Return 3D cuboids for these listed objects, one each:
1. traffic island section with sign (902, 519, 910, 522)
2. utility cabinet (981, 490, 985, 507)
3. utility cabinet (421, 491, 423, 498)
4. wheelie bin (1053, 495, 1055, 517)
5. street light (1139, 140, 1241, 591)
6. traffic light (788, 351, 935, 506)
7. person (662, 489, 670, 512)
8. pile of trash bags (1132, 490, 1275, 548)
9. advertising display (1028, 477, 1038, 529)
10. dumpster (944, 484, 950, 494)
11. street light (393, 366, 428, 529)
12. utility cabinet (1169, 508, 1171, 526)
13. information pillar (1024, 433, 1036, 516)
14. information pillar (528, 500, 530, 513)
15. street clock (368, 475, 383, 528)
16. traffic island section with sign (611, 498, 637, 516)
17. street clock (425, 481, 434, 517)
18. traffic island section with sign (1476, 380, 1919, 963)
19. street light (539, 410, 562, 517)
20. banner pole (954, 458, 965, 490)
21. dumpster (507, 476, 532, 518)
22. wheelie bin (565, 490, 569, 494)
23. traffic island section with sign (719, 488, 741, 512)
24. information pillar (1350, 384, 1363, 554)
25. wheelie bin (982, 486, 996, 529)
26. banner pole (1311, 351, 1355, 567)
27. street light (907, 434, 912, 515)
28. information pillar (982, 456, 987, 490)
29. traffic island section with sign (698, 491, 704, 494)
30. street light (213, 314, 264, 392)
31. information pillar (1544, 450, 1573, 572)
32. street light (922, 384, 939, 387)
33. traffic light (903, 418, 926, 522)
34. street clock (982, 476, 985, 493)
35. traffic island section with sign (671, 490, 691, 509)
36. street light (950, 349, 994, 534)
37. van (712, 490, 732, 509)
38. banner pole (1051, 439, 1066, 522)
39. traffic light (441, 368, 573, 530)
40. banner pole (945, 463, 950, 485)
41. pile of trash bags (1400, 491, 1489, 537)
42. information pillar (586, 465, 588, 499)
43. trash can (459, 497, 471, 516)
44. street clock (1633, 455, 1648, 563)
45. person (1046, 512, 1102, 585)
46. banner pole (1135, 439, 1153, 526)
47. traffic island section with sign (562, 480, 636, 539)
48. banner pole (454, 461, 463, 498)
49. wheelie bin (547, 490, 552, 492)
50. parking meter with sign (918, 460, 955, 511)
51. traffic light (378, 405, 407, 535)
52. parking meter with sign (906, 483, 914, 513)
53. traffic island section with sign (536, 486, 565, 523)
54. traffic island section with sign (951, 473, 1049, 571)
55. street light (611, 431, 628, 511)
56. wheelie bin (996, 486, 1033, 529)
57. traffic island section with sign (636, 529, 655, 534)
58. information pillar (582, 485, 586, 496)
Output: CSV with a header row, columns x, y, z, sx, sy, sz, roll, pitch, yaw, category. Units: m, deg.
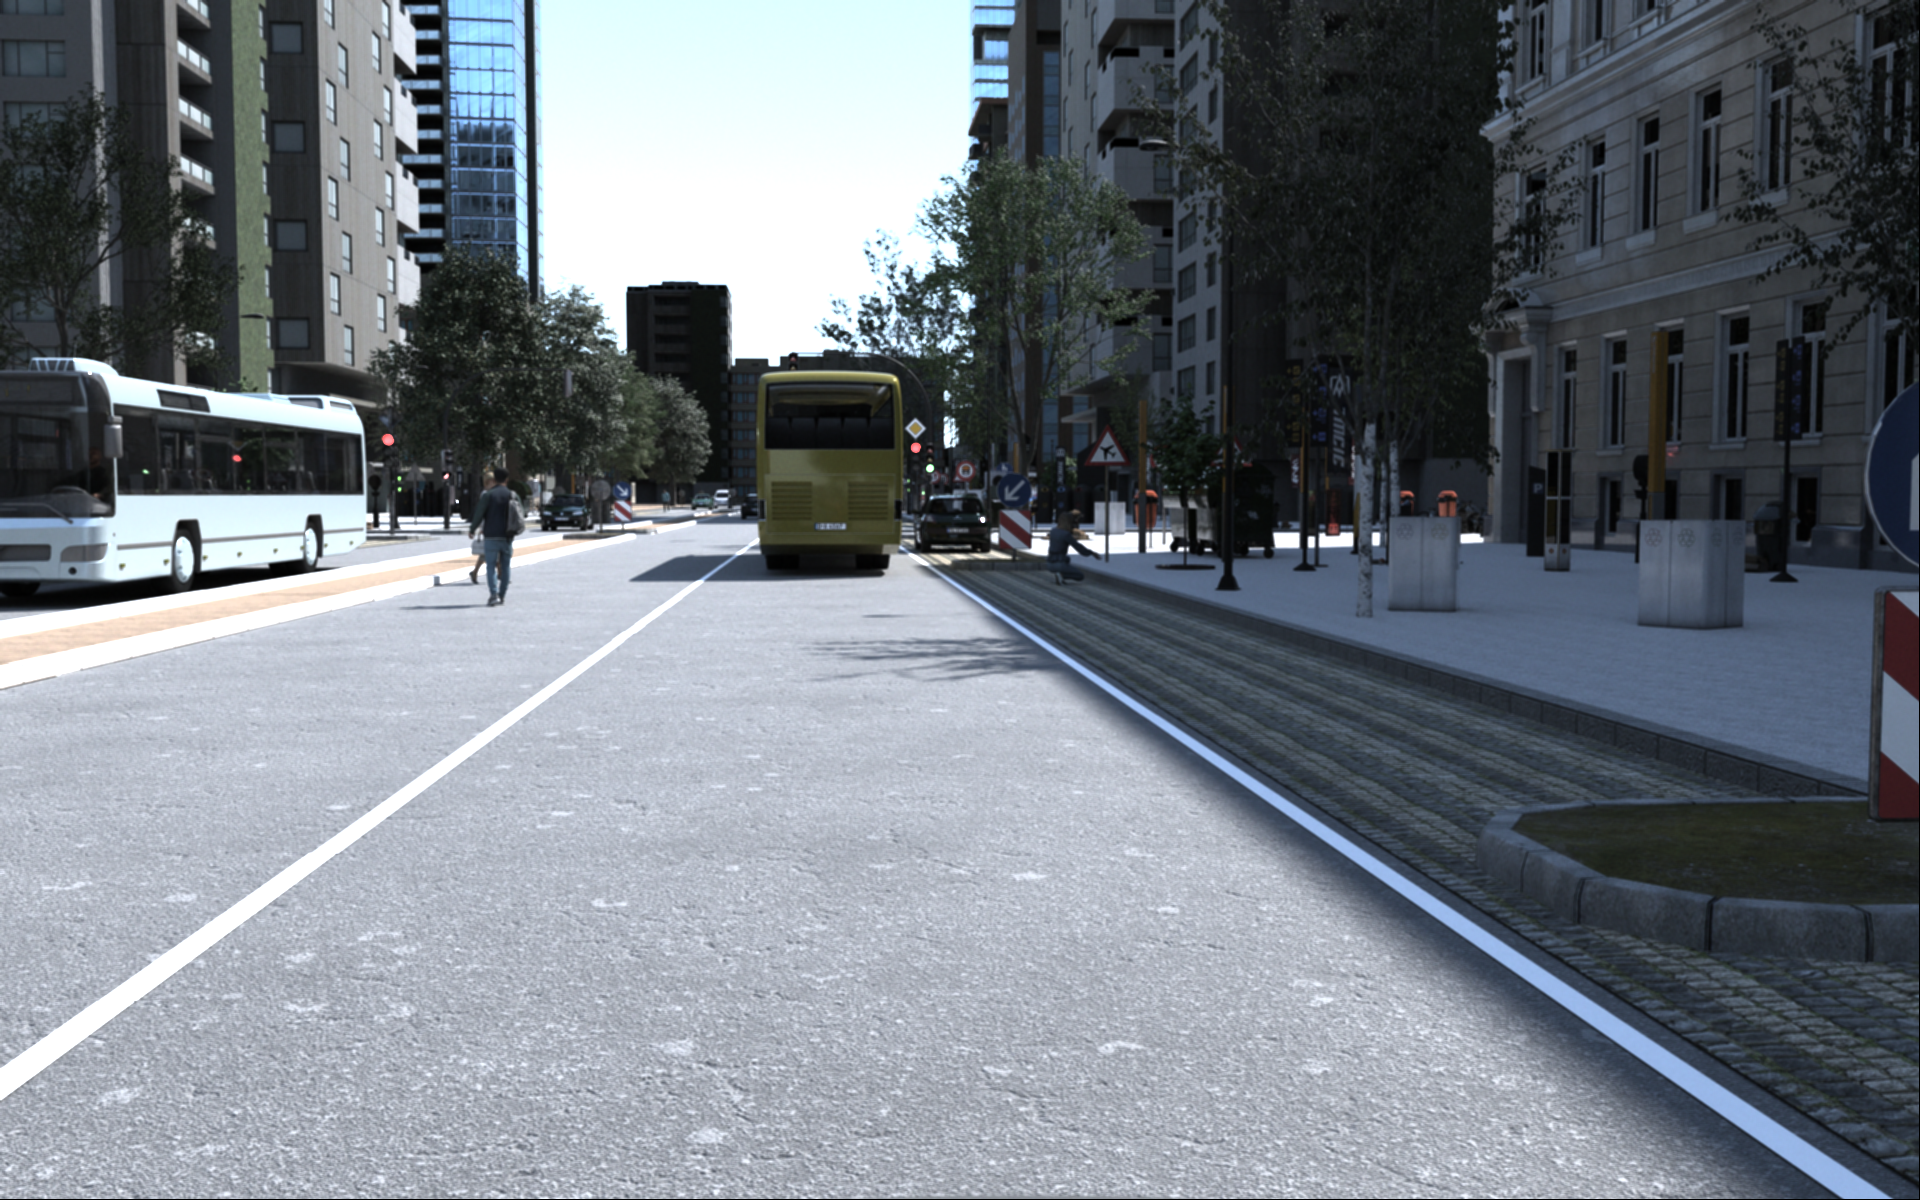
x,y,z,sx,sy,sz,roll,pitch,yaw,category
-3.601,-4.903,88.792,1.989,1.847,2.006,0,4,-5,traffic island section with sign
1.199,-4.681,85.209,0.318,1.500,1.173,3,5,42,utility cabinet
-40.435,-7.420,129.994,1.173,1.500,0.318,1,4,9,utility cabinet
5.038,-5.539,98.471,0.693,1.594,0.980,0,4,7,wheelie bin
3.049,-3.084,22.973,1.470,5.913,1.316,0,4,-5,street light
-3.098,-4.946,55.529,4.771,5.953,1.251,0,4,-5,traffic light
-23.270,-7.871,137.214,0.660,1.820,0.620,1,4,13,person
5.752,-1.954,41.693,3.447,1.369,1.912,-1,4,-20,pile of trash bags
2.414,-3.562,63.445,0.974,1.923,0.123,-2,4,-26,advertising display
-1.251,-6.351,106.336,1.502,2.255,1.985,0,4,-5,dumpster
-19.983,-5.528,62.918,1.470,5.913,1.316,0,4,-5,street light
8.417,-3.626,67.959,0.318,1.500,1.173,0,4,1,utility cabinet
2.670,-4.582,66.275,0.504,3.616,0.183,0,4,-6,information pillar
-29.605,-6.961,118.307,0.304,2.012,0.304,-3,5,-42,information pillar
-21.978,-3.706,65.155,0.471,2.002,0.358,0,4,-3,street clock
-22.332,-6.444,113.991,1.989,1.847,2.006,0,4,-5,traffic island section with sign
-29.692,-5.670,97.269,0.358,2.002,0.471,-1,4,-23,street clock
2.997,0.147,6.224,1.989,1.847,2.006,0,4,-5,traffic island section with sign
-22.661,-7.547,95.930,1.470,5.913,1.316,0,4,-5,street light
0.031,-7.117,106.388,0.863,3.779,0.401,0,4,1,banner pole
-23.257,-5.382,90.491,1.502,2.255,1.985,0,4,-4,dumpster
-28.057,-7.015,122.605,0.980,1.594,0.693,-3,4,-39,wheelie bin
-18.134,-7.920,137.635,2.006,1.907,1.989,0,4,-5,traffic island section with sign
8.452,-2.779,36.792,0.183,3.616,0.504,0,4,3,information pillar
1.246,-3.464,64.550,0.980,1.594,0.693,-2,4,-29,wheelie bin
6.493,-2.468,30.362,0.863,3.779,0.401,2,4,35,banner pole
-3.663,-8.191,106.457,1.470,5.913,1.316,0,4,-5,street light
1.524,-6.950,104.995,0.504,3.616,0.183,3,5,44,information pillar
-28.513,-11.173,191.307,1.989,1.847,2.006,0,4,-5,traffic island section with sign
-18.615,-4.413,44.693,1.470,5.913,1.316,0,4,-5,street light
9.945,-1.486,28.792,0.304,2.012,0.304,-2,4,-30,information pillar
-0.902,-6.166,73.357,1.470,5.913,1.316,0,4,-5,street light
-1.655,-4.580,63.796,0.839,4.253,0.868,0,4,-5,traffic light
1.097,-4.017,70.249,0.358,2.002,0.471,2,4,34,street clock
-26.373,-9.530,164.437,1.989,1.847,2.006,0,4,-5,traffic island section with sign
0.380,-5.074,55.495,1.470,5.913,1.316,0,4,-5,street light
-23.585,-10.099,172.137,2.013,2.044,4.112,0,4,-5,van
4.450,-5.469,79.430,0.863,3.779,0.401,0,4,-4,banner pole
-16.434,-5.380,62.639,4.771,5.953,1.251,0,4,-5,traffic light
-0.977,-9.133,139.339,0.401,3.779,0.863,2,4,33,banner pole
15.787,-2.852,56.375,3.447,1.369,1.912,-1,4,-12,pile of trash bags
-24.215,-7.401,112.365,0.183,3.616,0.504,-1,4,-9,information pillar
-28.076,-5.298,98.273,0.748,1.137,0.748,0,3,0,trash can
12.664,-1.683,32.093,0.471,2.002,0.358,-3,5,-44,street clock
1.642,-0.821,27.424,0.738,1.151,1.012,-3,4,-38,person
7.449,-4.882,69.841,0.863,3.779,0.401,3,5,43,banner pole
-11.561,-2.888,55.350,2.006,1.907,1.989,0,4,-5,traffic island section with sign
-37.528,-8.530,129.488,0.863,3.779,0.401,-3,4,-38,banner pole
-30.088,-7.313,127.471,0.980,1.594,0.693,1,4,16,wheelie bin
-1.185,-5.673,89.008,1.738,3.016,0.543,-1,4,-10,parking meter with sign
-17.876,-4.010,54.478,0.839,4.253,0.868,0,4,-5,traffic light
-3.215,-7.300,115.623,1.738,3.016,0.543,1,4,14,parking meter with sign
-20.194,-4.801,87.120,1.989,1.847,2.006,0,4,-5,traffic island section with sign
0.852,-1.496,33.094,1.989,1.847,2.006,0,4,-5,traffic island section with sign
-25.282,-9.524,128.266,1.470,5.913,1.316,0,4,-5,street light
1.715,-2.770,53.195,0.980,1.594,0.693,-1,4,-9,wheelie bin
-12.141,-3.339,62.735,2.006,1.907,1.989,0,4,-5,traffic island section with sign
-27.827,-7.585,128.514,0.304,2.012,0.304,3,5,42,information pillar
